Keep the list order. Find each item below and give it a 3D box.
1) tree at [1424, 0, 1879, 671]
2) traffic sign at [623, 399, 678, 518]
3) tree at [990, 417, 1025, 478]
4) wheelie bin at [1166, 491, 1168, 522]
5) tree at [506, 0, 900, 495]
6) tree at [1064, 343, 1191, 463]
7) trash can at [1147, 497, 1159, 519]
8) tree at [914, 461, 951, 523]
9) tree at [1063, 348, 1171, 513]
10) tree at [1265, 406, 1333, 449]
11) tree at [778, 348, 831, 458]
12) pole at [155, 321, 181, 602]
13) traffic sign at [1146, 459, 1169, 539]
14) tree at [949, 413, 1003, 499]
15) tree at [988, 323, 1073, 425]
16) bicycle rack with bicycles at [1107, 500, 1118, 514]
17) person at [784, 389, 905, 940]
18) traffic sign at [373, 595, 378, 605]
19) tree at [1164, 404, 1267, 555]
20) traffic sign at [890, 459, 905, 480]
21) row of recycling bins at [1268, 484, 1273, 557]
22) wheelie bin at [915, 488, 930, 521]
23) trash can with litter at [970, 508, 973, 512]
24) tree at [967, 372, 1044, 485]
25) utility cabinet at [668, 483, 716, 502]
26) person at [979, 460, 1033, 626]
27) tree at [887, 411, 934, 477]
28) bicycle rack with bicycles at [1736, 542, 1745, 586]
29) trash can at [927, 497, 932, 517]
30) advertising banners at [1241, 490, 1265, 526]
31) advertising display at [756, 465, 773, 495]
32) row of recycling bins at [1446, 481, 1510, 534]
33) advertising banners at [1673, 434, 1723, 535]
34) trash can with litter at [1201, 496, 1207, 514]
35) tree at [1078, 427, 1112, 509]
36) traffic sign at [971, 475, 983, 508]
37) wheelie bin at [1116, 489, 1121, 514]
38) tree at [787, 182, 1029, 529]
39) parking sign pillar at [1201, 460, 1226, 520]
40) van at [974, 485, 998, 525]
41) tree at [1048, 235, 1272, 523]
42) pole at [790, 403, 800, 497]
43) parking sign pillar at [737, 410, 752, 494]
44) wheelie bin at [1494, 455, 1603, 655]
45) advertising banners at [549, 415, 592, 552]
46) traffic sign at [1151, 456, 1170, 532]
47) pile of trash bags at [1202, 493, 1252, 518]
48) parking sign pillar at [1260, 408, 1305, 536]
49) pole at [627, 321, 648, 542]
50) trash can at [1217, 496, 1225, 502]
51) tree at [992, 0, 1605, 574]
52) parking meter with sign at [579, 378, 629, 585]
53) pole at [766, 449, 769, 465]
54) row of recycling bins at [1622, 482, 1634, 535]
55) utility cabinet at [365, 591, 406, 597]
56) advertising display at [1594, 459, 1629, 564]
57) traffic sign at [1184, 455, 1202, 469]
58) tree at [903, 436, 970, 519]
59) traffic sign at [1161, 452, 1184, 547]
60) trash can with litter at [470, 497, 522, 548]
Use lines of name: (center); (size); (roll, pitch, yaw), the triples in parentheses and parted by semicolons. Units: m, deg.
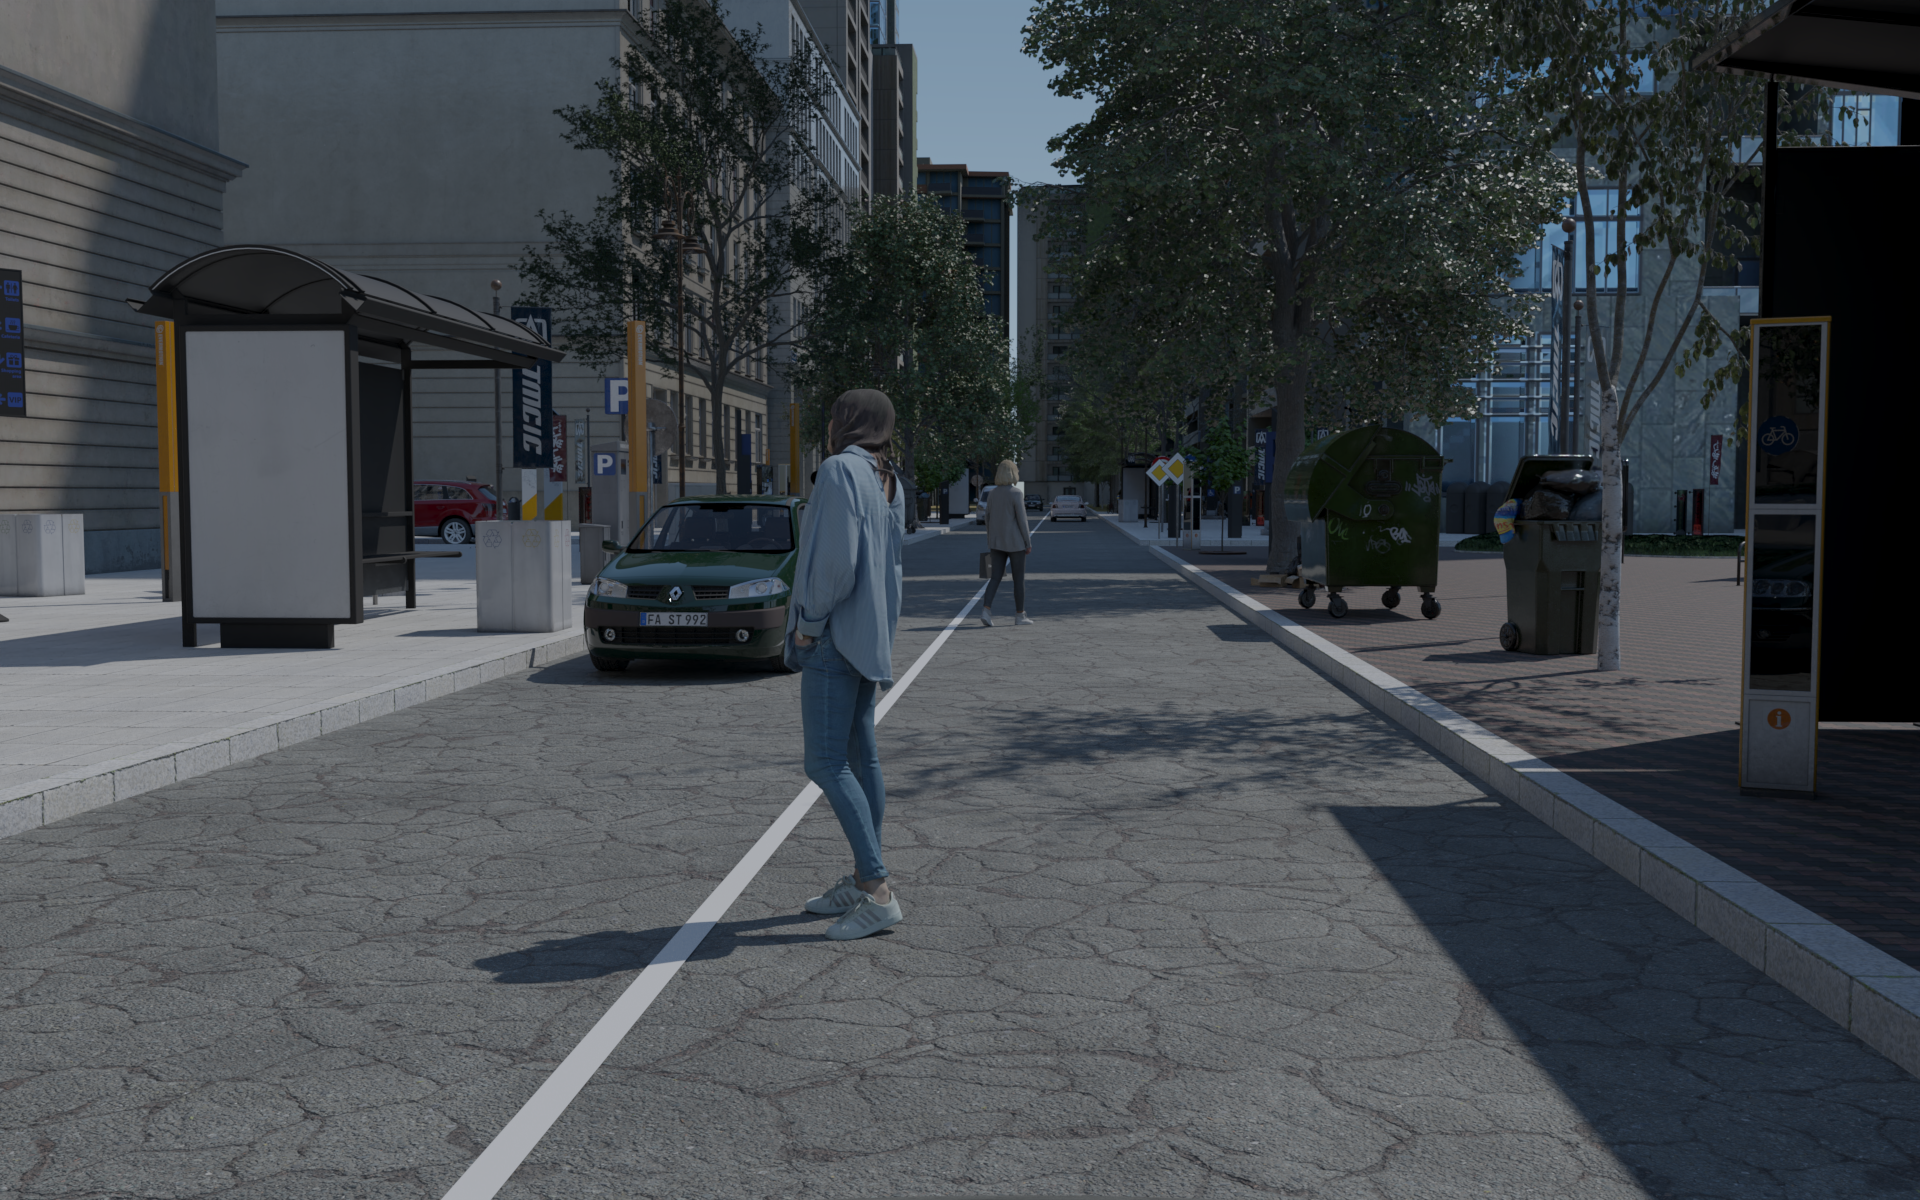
tree: (4.830, -3.780, 12.172); (4.360, 8.622, 3.978); (0, 3, 0)
traffic sign: (-4.143, -1.411, 23.174); (0.768, 2.556, 0.104); (1, 4, 11)
tree: (4.409, -13.009, 163.053); (4.737, 8.622, 4.395); (0, 3, 0)
wheelie bin: (9.733, -4.371, 79.375); (0.980, 1.594, 0.693); (2, 4, 33)
tree: (-4.715, -5.964, 31.921); (7.601, 10.594, 8.767); (-2, 4, -26)
tree: (10.594, -11.121, 107.583); (9.928, 11.665, 9.643); (0, 3, 0)
trash can: (10.001, -4.791, 89.980); (0.748, 1.137, 0.748); (0, 3, 0)
tree: (-1.444, -4.997, 76.306); (1.663, 3.219, 1.824); (0, 3, 0)
tree: (12.610, -13.398, 137.185); (7.486, 12.596, 7.792); (0, 3, 0)
tree: (12.394, -4.801, 62.212); (4.285, 4.588, 4.351); (0, 3, 0)
tree: (-5.608, -7.640, 75.272); (4.360, 8.622, 3.978); (0, 3, 0)
pole: (-9.393, -1.634, 20.553); (0.158, 3.312, 0.155); (0, 3, 0)
traffic sign: (5.698, -2.806, 49.522); (0.795, 2.450, 0.064); (0, 4, 3)
tree: (1.240, -10.443, 121.105); (4.360, 8.622, 3.978); (0, 3, 0)
tree: (6.688, -20.513, 191.270); (12.611, 20.169, 13.585); (0, 3, 0)
bicycle rack with bicycles: (10.795, -6.005, 111.557); (2.852, 0.926, 2.925); (0, 4, -5)
person: (-0.354, 0.179, 5.837); (0.793, 1.790, 0.793); (-1, 4, -17)
traffic sign: (-6.771, -1.093, 19.993); (0.606, 2.300, 0.079); (0, 4, 5)
tree: (5.493, -2.594, 37.020); (1.663, 3.219, 1.824); (0, 3, 0)
traffic sign: (-1.981, -2.836, 50.007); (0.795, 2.450, 0.064); (0, 4, 3)
row of recycling bins: (6.737, -1.549, 32.447); (1.069, 1.692, 3.534); (-1, 4, -10)
wheelie bin: (-1.888, -4.528, 81.933); (0.980, 1.594, 0.693); (1, 4, 20)
trash can with litter: (0.342, -6.784, 122.313); (1.055, 1.170, 0.624); (-1, 4, -19)
tree: (2.688, -12.860, 136.015); (9.928, 11.665, 9.643); (0, 3, 0)
utility cabinet: (-5.313, -1.613, 35.057); (1.173, 1.500, 0.318); (-3, 5, -41)
person: (0.444, -0.625, 18.894); (0.709, 1.800, 0.728); (3, 5, 42)
tree: (-3.381, -9.475, 105.282); (4.737, 8.622, 4.395); (0, 3, 0)
bicycle rack with bicycles: (12.320, -0.647, 23.962); (2.925, 0.926, 2.852); (-2, 4, -34)
trash can: (-1.928, -5.259, 97.643); (0.748, 1.137, 0.748); (0, 3, 0)
advertising banners: (11.992, -4.458, 69.074); (0.090, 3.025, 2.074); (-3, 5, -44)
advertising display: (-4.325, -2.032, 38.445); (0.123, 1.923, 0.974); (1, 4, 9)
row of recycling bins: (16.850, -2.920, 54.855); (1.069, 1.692, 3.534); (-2, 4, -33)
advertising banners: (22.047, -3.397, 51.729); (0.090, 3.025, 2.074); (-1, 4, -14)
trash can with litter: (14.641, -5.551, 102.146); (0.624, 1.170, 1.055); (-1, 4, -18)
tree: (12.384, -12.317, 151.746); (4.360, 8.622, 3.978); (0, 3, 0)
traffic sign: (1.124, -6.983, 114.285); (0.768, 2.556, 0.104); (0, 4, 5)
wheelie bin: (10.685, -6.456, 113.463); (0.693, 1.594, 0.980); (3, 5, 40)
tree: (-1.963, -8.994, 64.066); (9.611, 12.733, 9.660); (0, 3, 0)
parking sign pillar: (12.747, -6.057, 87.497); (1.447, 3.967, 1.447); (1, 4, 14)
van: (1.699, -4.533, 81.132); (2.013, 2.044, 4.112); (0, 4, 5)
tree: (9.170, -10.175, 76.728); (12.009, 13.543, 11.850); (0, 3, 0)
pole: (-3.714, -2.759, 38.957); (0.158, 3.312, 0.155); (0, 3, 0)
parking sign pillar: (-7.035, -4.146, 56.266); (1.447, 3.967, 1.447); (0, 4, -8)
wheelie bin: (4.837, -0.373, 13.999); (0.980, 1.594, 0.693); (-1, 4, -13)
advertising banners: (-8.161, -2.576, 38.298); (2.074, 3.025, 0.090); (0, 4, -3)
traffic sign: (6.791, -3.547, 58.096); (0.768, 2.556, 0.104); (0, 4, 4)
pile of trash bags: (14.587, -5.117, 93.422); (1.912, 1.369, 3.447); (-2, 4, -32)
parking sign pillar: (10.065, -3.991, 53.720); (1.447, 3.967, 1.447); (-2, 4, -35)
pole: (-3.822, -1.633, 20.539); (0.158, 3.312, 0.155); (0, 3, 0)
trash can: (17.489, -6.402, 116.328); (0.748, 1.137, 0.748); (0, 3, 0)
tree: (5.419, -7.402, 27.674); (9.857, 13.997, 8.962); (0, 3, 0)
parking meter with sign: (-5.109, -1.772, 25.228); (0.543, 3.016, 1.738); (0, 4, 4)
pole: (-8.745, -5.193, 78.750); (0.158, 3.312, 0.155); (0, 3, 0)
row of recycling bins: (18.526, -2.657, 50.561); (3.534, 1.692, 1.069); (-3, 5, -42)
utility cabinet: (-7.403, -0.645, 21.703); (1.020, 1.237, 0.306); (-2, 4, -32)
advertising display: (12.143, -1.660, 32.354); (0.123, 1.923, 0.974); (-1, 4, -12)
traffic sign: (7.336, -3.318, 54.351); (0.768, 2.556, 0.104); (1, 4, 10)
tree: (-1.192, -6.389, 88.171); (4.285, 4.588, 4.351); (0, 3, 0)
traffic sign: (5.215, -2.319, 41.552); (0.795, 2.450, 0.064); (0, 4, 3)
trash can with litter: (-10.432, -1.816, 40.755); (1.678, 1.210, 2.233); (-3, 4, -37)
